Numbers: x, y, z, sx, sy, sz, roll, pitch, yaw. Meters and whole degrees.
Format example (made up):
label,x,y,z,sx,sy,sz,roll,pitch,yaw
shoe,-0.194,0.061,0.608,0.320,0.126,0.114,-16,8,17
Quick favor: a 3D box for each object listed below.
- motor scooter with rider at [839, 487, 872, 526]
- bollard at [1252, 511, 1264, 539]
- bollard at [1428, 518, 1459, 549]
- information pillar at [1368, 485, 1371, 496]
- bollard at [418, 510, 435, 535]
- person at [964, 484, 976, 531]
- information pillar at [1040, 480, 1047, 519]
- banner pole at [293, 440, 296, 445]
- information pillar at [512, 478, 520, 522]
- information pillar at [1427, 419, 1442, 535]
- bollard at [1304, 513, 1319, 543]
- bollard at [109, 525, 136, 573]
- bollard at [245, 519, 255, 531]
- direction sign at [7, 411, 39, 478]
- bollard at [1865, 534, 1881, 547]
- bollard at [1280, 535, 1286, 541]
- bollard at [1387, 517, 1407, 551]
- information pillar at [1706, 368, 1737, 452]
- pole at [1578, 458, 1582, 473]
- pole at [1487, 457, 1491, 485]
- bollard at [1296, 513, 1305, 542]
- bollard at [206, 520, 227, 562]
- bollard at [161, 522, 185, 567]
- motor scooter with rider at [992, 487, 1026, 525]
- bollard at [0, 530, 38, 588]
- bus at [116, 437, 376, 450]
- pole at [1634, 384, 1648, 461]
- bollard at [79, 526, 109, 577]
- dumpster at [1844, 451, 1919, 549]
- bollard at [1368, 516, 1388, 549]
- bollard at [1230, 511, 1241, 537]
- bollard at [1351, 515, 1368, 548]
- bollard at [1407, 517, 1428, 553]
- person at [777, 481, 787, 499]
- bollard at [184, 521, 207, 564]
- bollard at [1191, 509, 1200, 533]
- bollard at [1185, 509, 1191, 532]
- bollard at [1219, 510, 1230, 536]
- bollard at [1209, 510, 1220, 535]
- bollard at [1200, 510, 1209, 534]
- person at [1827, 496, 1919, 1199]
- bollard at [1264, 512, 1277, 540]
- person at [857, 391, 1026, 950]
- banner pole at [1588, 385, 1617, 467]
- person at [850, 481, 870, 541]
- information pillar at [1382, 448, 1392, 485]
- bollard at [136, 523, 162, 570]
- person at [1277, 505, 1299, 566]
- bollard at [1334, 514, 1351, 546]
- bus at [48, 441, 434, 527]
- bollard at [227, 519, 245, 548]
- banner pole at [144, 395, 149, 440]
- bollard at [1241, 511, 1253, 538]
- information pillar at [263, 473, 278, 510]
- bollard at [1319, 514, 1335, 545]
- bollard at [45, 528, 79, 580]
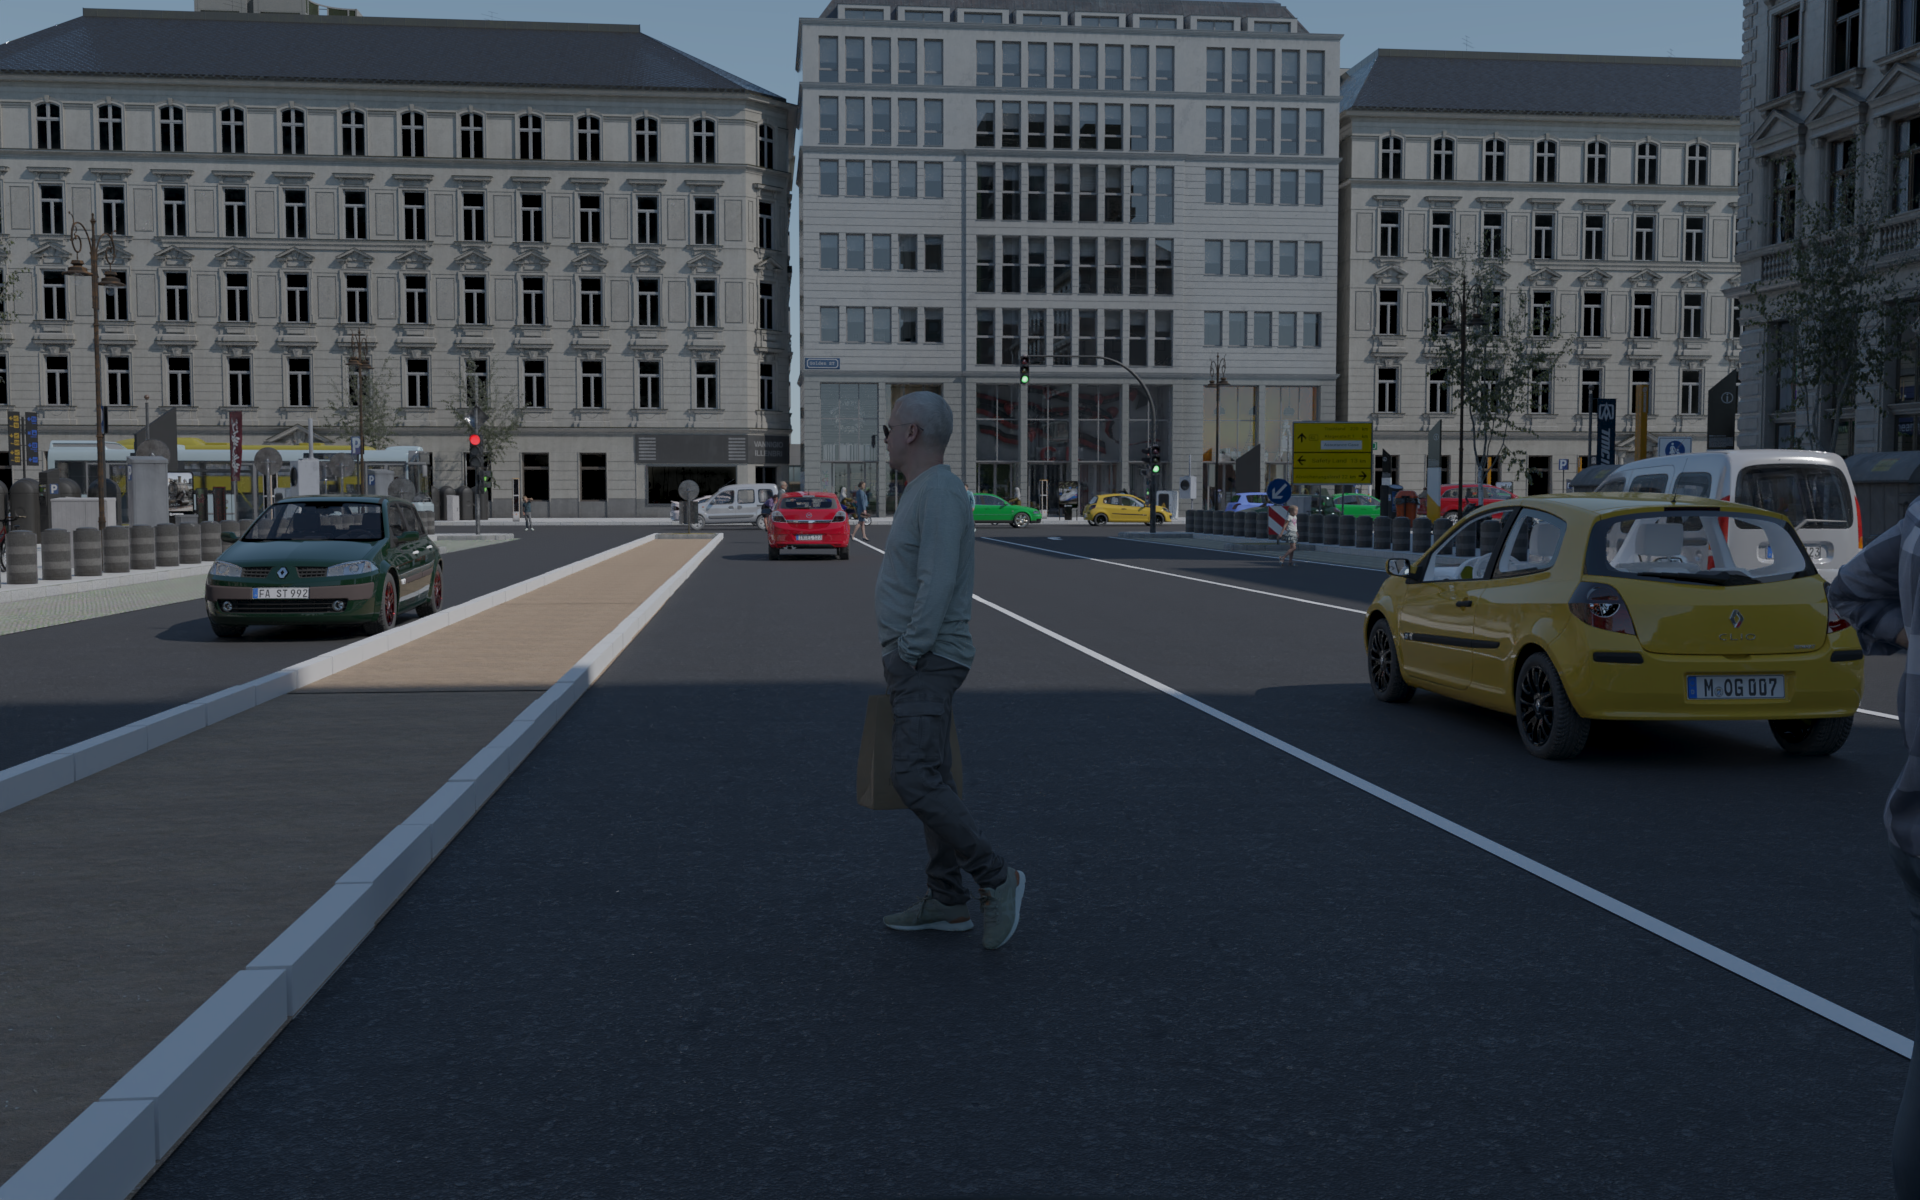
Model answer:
label,x,y,z,sx,sy,sz,roll,pitch,yaw
motor scooter with rider,-4.953,-4.212,77.824,1.986,1.779,0.876,0,4,-8
bollard,8.751,-2.154,49.942,0.404,0.777,0.398,0,3,0
bollard,10.253,-1.348,36.750,0.404,0.777,0.398,0,3,0
information pillar,21.093,-5.981,89.137,0.183,3.616,0.504,2,4,23
bollard,-16.793,-2.444,54.671,0.404,0.777,0.398,0,3,0
person,0.334,-3.481,65.437,0.660,1.820,0.620,2,4,34
information pillar,4.332,-5.228,89.968,0.304,2.012,0.304,-2,4,-24
banner pole,-31.065,-5.523,80.322,0.863,3.779,0.401,0,4,-5
information pillar,-20.687,-4.659,80.668,0.304,2.012,0.304,-1,4,-20
information pillar,14.884,-3.851,54.313,0.183,3.616,0.504,-2,4,-34
bollard,9.298,-1.861,45.151,0.404,0.777,0.398,0,3,0
bollard,-13.785,-0.830,28.289,0.404,0.777,0.398,0,3,0
bollard,-14.608,-1.271,35.495,0.404,0.777,0.398,0,3,0
direction sign,-25.753,-3.405,47.675,0.379,3.537,0.876,2,4,25
bollard,11.896,-0.467,22.360,0.404,0.777,0.398,0,3,0
bollard,9.025,-2.008,47.547,0.404,0.777,0.398,0,3,0
bollard,9.981,-1.495,39.164,0.404,0.777,0.398,0,3,0
information pillar,14.180,-2.503,32.278,0.504,3.616,0.183,1,4,15
pole,34.577,-6.292,96.713,0.158,3.312,0.155,0,3,0
pole,29.358,-6.258,96.159,0.158,3.312,0.155,0,3,0
bollard,9.161,-1.934,46.345,0.404,0.777,0.398,0,3,0
bollard,-14.327,-1.124,33.088,0.404,0.777,0.398,0,3,0
bollard,-14.060,-0.977,30.687,0.404,0.777,0.398,0,3,0
motor scooter with rider,2.348,-4.319,79.583,1.986,1.779,0.876,0,4,-7
bollard,-13.375,-0.610,24.687,0.404,0.777,0.398,0,3,0
bus,-32.171,-5.187,76.354,12.252,3.916,2.896,0,4,-8
pole,12.706,-2.355,32.353,0.158,3.312,0.155,0,3,0
bollard,-13.650,-0.757,27.095,0.404,0.777,0.398,0,3,0
dumpster,12.732,-1.071,23.271,1.264,1.857,1.865,0,4,-6
bollard,9.844,-1.568,40.360,0.404,0.777,0.398,0,3,0
bollard,8.476,-2.301,52.337,0.404,0.777,0.398,0,3,0
bollard,9.706,-1.642,41.558,0.404,0.777,0.398,0,3,0
bollard,10.118,-1.421,37.945,0.404,0.777,0.398,0,3,0
person,-5.068,-2.554,50.438,0.590,1.801,0.661,0,3,0
bollard,-14.194,-1.050,31.891,0.404,0.777,0.398,0,3,0
bollard,7.933,-2.594,57.123,0.404,0.777,0.398,0,3,0
bollard,7.796,-2.667,58.327,0.404,0.777,0.398,0,3,0
bollard,8.340,-2.375,53.541,0.404,0.777,0.398,0,3,0
bollard,8.203,-2.448,54.735,0.404,0.777,0.398,0,3,0
bollard,8.067,-2.521,55.929,0.404,0.777,0.398,0,3,0
person,1.617,0.399,2.697,0.376,1.734,0.841,1,4,17
bollard,8.886,-2.081,48.748,0.404,0.777,0.398,0,3,0
person,-0.073,0.198,5.752,0.515,1.767,0.782,0,4,-7
banner pole,14.700,-3.048,39.852,0.863,3.779,0.401,-1,4,-8
person,-3.035,-2.689,52.488,0.654,1.822,0.581,0,4,-4
information pillar,21.722,-5.926,88.241,0.504,3.616,0.183,2,4,33
bollard,-13.923,-0.903,29.483,0.404,0.777,0.398,0,3,0
person,6.573,-1.284,34.515,0.382,1.210,0.505,2,4,33
bollard,9.571,-1.715,42.760,0.404,0.777,0.398,0,3,0
bus,-24.728,-4.061,61.251,13.247,3.499,2.948,0,4,-8
bollard,-14.476,-1.197,34.296,0.404,0.777,0.398,0,3,0
banner pole,-20.581,-3.296,43.905,0.401,3.779,0.863,-2,4,-28
bollard,8.612,-2.228,51.144,0.404,0.777,0.398,0,3,0
information pillar,-20.745,-2.913,52.121,0.304,2.012,0.304,1,4,17
bollard,9.435,-1.788,43.954,0.404,0.777,0.398,0,3,0
bollard,-13.515,-0.684,25.901,0.404,0.777,0.398,0,3,0
